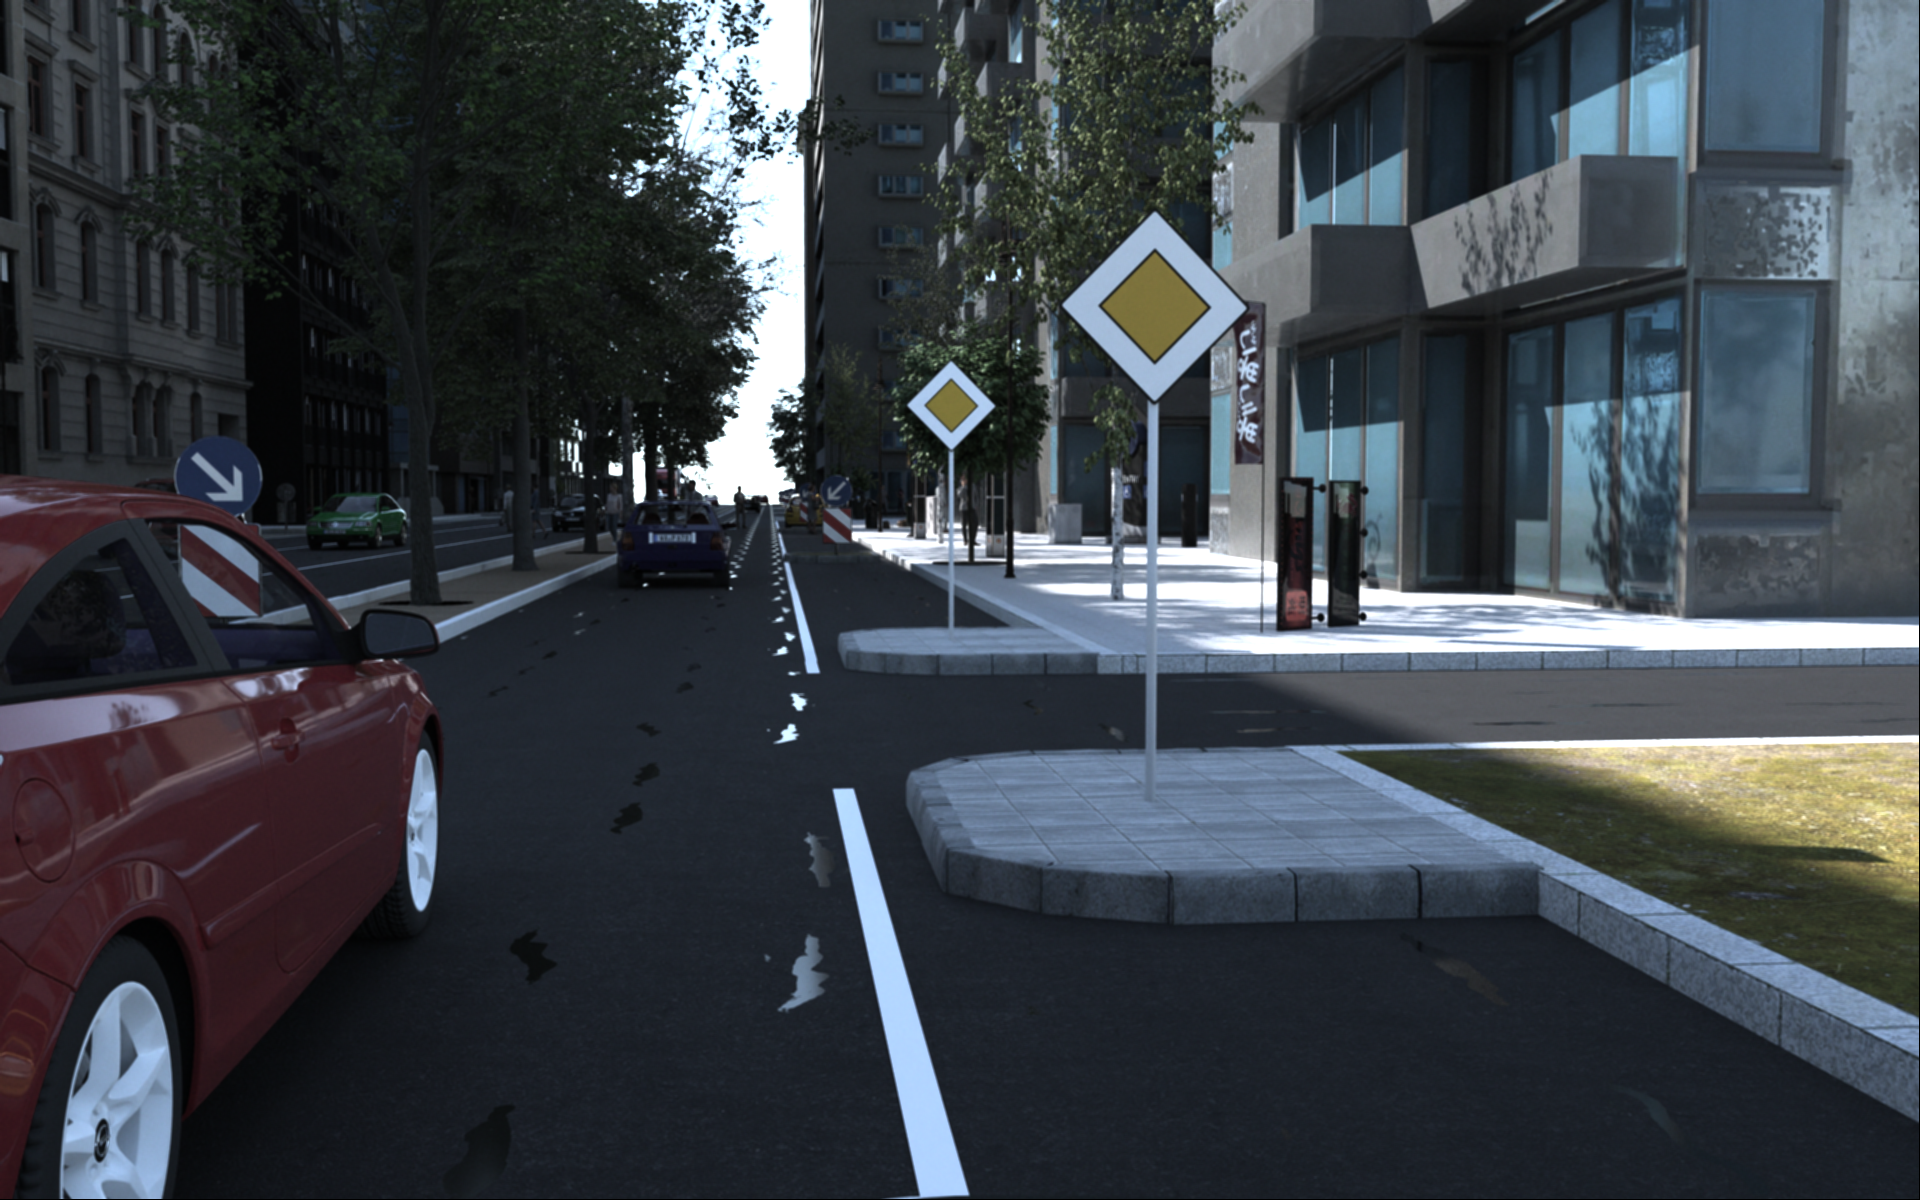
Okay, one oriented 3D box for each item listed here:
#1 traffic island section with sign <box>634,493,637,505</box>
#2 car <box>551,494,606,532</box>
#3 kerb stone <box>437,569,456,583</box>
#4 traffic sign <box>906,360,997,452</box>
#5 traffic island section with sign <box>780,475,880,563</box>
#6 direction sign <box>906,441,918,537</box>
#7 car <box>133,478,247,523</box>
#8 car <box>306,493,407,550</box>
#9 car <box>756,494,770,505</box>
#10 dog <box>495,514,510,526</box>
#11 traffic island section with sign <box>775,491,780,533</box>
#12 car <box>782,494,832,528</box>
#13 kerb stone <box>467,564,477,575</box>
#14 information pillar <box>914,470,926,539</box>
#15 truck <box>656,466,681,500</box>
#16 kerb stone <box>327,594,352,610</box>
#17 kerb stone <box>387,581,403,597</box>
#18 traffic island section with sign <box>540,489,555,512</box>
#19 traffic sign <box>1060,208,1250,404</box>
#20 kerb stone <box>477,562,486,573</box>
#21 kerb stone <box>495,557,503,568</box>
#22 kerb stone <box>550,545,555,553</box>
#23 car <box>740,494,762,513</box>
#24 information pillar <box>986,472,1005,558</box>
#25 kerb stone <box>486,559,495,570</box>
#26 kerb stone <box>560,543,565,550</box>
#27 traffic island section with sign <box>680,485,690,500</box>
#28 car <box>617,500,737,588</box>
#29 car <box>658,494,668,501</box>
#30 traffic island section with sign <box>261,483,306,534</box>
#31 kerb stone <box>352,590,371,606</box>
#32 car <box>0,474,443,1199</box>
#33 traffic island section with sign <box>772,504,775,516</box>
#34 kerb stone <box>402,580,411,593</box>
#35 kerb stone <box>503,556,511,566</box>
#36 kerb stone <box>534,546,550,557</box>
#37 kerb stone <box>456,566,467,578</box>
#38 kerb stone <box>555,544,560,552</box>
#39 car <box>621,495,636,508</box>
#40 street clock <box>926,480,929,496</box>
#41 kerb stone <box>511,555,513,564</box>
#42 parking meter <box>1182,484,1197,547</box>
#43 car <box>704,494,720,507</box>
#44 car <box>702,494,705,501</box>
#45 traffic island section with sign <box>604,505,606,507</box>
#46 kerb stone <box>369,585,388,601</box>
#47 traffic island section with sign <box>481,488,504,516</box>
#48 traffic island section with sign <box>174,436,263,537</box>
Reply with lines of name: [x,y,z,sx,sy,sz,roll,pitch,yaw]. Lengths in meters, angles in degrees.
traffic island section with sign: [-41.848,-13.000,221.172,1.989,1.847,2.006,0,4,-6]
car: [-14.758,-3.508,67.148,2.009,1.686,4.222,0,4,-5]
kerb stone: [-8.467,-0.380,28.406,0.120,0.150,1.000,0,4,-6]
traffic sign: [-0.056,-0.788,15.081,0.795,2.593,0.064,0,4,-6]
traffic island section with sign: [-2.766,-1.731,36.933,1.989,1.847,2.006,0,4,-6]
direction sign: [-1.426,-3.645,51.589,0.379,3.537,0.876,-1,4,-23]
car: [-18.471,-1.959,40.710,2.281,1.827,5.304,0,4,-5]
car: [-16.065,-2.290,46.231,1.959,1.807,4.718,0,4,-5]
car: [-25.710,-13.200,224.866,2.155,1.783,4.494,0,4,-5]
dog: [-20.797,-3.779,78.627,0.800,0.831,0.513,-1,4,-12]
traffic island section with sign: [-5.752,-3.394,64.119,1.989,1.847,2.006,0,4,-6]
car: [-6.104,-3.595,68.996,2.015,1.641,3.980,0,4,-5]
kerb stone: [-8.692,-0.505,30.453,0.120,0.150,1.000,0,4,-6]
information pillar: [-1.148,-2.757,49.567,0.304,2.012,0.304,-1,4,-12]
truck: [-30.171,-11.575,178.164,2.839,4.237,11.283,0,4,-7]
kerb stone: [-7.688,0.057,21.271,0.120,0.150,1.000,0,4,-6]
kerb stone: [-8.023,-0.129,24.325,0.120,0.150,1.000,0,4,-6]
traffic island section with sign: [-32.828,-7.983,139.147,1.989,1.847,2.006,0,4,-6]
traffic sign: [0.817,-0.303,7.143,0.795,2.593,0.064,0,4,-6]
kerb stone: [-8.803,-0.565,31.469,0.120,0.150,1.000,0,4,-6]
kerb stone: [-9.028,-0.692,33.502,0.120,0.150,1.000,0,4,-6]
kerb stone: [-9.924,-1.190,41.658,0.120,0.150,1.000,0,4,-6]
car: [-16.408,-7.627,134.484,2.009,1.686,4.222,0,4,-4]
information pillar: [0.722,-1.869,35.055,0.304,2.012,0.304,-2,4,-24]
kerb stone: [-8.914,-0.629,32.487,0.120,0.150,1.000,0,4,-6]
kerb stone: [-10.144,-1.315,43.693,0.120,0.150,1.000,0,4,-6]
traffic island section with sign: [-14.078,-4.938,88.876,2.006,1.907,1.989,0,4,-6]
car: [-4.580,-0.941,27.964,1.945,1.354,3.894,0,4,-7]
car: [-20.880,-6.637,120.520,2.014,1.417,4.499,0,4,-5]
traffic island section with sign: [-24.398,-3.292,62.447,1.989,1.847,2.006,0,4,-6]
kerb stone: [-7.790,0.003,22.288,0.120,0.150,1.000,0,4,-6]
car: [-2.465,0.294,4.238,2.155,1.783,4.494,0,4,-7]
traffic island section with sign: [-11.085,-6.367,112.730,1.989,1.847,2.006,0,4,-6]
kerb stone: [-8.130,-0.193,25.345,0.120,0.150,1.000,0,4,-6]
kerb stone: [-9.142,-0.754,34.522,0.120,0.150,1.000,0,4,-6]
kerb stone: [-9.809,-1.128,40.630,0.120,0.150,1.000,0,4,-6]
kerb stone: [-8.572,-0.439,29.422,0.120,0.150,1.000,0,4,-6]
kerb stone: [-10.034,-1.253,42.677,0.120,0.150,1.000,0,4,-6]
car: [-34.360,-10.135,178.072,2.083,1.381,4.827,0,4,-6]
street clock: [-1.865,-5.277,90.845,0.471,2.002,0.358,3,4,38]
kerb stone: [-9.251,-0.817,35.546,0.120,0.150,1.000,0,4,-6]
parking meter: [5.567,-2.055,42.015,0.372,1.533,0.369,0,3,0]
car: [-28.041,-11.350,194.611,2.155,1.783,4.494,0,4,-5]
car: [-27.953,-10.698,183.710,1.959,1.807,4.718,0,4,-6]
traffic island section with sign: [-38.902,-11.361,194.378,1.989,1.847,2.006,0,4,-6]
kerb stone: [-7.900,-0.064,23.311,0.120,0.150,1.000,0,4,-6]
traffic island section with sign: [-29.853,-6.325,112.043,1.989,1.847,2.006,0,4,-6]
traffic island section with sign: [-5.858,-0.370,14.187,2.006,1.907,1.989,0,4,-6]
